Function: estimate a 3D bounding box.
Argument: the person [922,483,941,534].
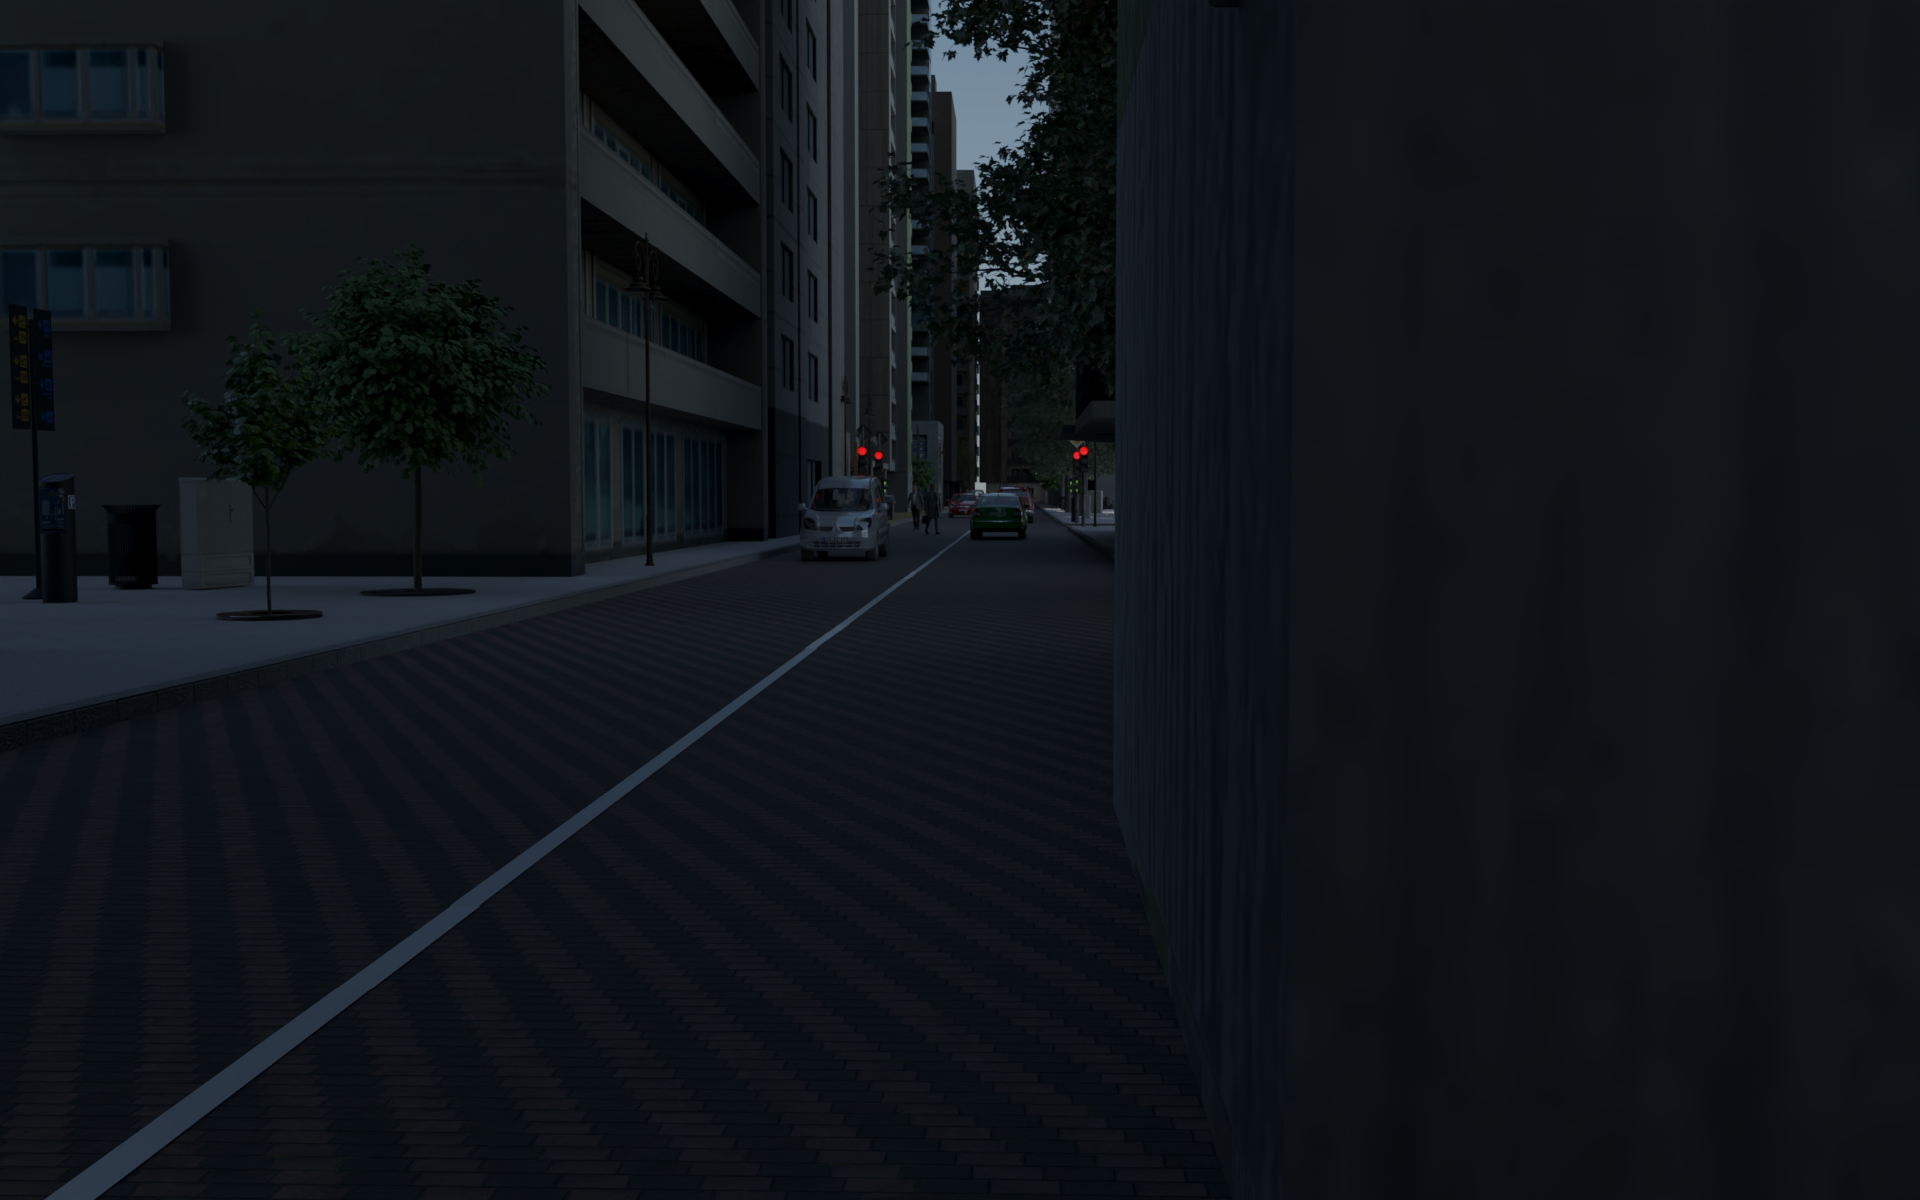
[{"bbox_3d":[-0.971,-3.243,61.630,0.694,1.812,0.767,-2,4,-27],"label":"person"}]

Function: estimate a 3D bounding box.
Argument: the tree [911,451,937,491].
[{"bbox_3d":[-3.424,-9.001,130.884,4.285,4.588,4.351,0,3,0],"label":"tree"}]

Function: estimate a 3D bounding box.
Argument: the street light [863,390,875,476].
[{"bbox_3d":[-4.031,-6.377,77.048,0.468,5.910,1.993,0,4,2],"label":"street light"}]

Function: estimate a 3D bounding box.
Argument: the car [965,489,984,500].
[{"bbox_3d":[1.148,-7.923,138.209,2.281,1.827,5.304,0,4,0],"label":"car"}]

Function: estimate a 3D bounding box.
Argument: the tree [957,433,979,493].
[{"bbox_3d":[0.185,-15.320,200.837,4.737,8.622,4.395,0,3,0],"label":"tree"}]

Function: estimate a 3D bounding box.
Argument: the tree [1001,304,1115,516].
[{"bbox_3d":[7.587,-13.043,119.914,9.857,13.997,8.962,0,3,0],"label":"tree"}]

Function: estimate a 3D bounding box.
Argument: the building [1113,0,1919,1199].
[{"bbox_3d":[7.779,-19.852,8.178,14.154,41.232,14.086,0,4,2],"label":"building"}]

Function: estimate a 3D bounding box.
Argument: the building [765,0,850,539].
[{"bbox_3d":[-15.079,-37.901,57.940,20.611,71.187,20.563,0,4,2],"label":"building"}]

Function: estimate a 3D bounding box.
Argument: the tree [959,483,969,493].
[{"bbox_3d":[0.372,-14.367,229.494,1.663,3.219,1.824,0,3,0],"label":"tree"}]

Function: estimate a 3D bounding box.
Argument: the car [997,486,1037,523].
[{"bbox_3d":[2.692,-4.757,86.458,2.281,1.827,5.304,0,4,3],"label":"car"}]

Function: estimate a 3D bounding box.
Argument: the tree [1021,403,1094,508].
[{"bbox_3d":[8.348,-14.052,147.871,7.486,12.596,7.792,0,3,0],"label":"tree"}]

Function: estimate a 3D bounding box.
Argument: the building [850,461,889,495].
[{"bbox_3d":[-20.407,-24.593,93.980,32.217,40.220,23.993,0,4,2],"label":"building"}]

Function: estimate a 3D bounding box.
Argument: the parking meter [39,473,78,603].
[{"bbox_3d":[-10.657,-0.738,20.470,0.372,1.533,0.369,0,3,0],"label":"parking meter"}]

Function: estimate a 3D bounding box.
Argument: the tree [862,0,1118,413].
[{"bbox_3d":[3.943,-6.499,23.273,9.611,12.733,9.660,0,3,0],"label":"tree"}]

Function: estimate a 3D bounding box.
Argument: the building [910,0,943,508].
[{"bbox_3d":[-12.538,-52.190,165.970,22.319,86.520,31.000,0,4,2],"label":"building"}]

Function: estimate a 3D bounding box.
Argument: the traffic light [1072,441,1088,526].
[{"bbox_3d":[4.865,-4.869,68.523,0.839,4.253,0.868,0,4,2],"label":"traffic light"}]

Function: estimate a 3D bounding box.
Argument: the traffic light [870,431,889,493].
[{"bbox_3d":[-3.564,-5.374,76.788,0.839,4.253,0.868,0,4,2],"label":"traffic light"}]

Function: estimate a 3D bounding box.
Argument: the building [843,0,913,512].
[{"bbox_3d":[-10.792,-26.730,120.622,14.154,41.232,14.086,0,4,2],"label":"building"}]

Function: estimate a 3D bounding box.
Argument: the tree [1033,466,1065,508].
[{"bbox_3d":[8.243,-10.498,155.356,4.285,4.588,4.351,0,3,0],"label":"tree"}]

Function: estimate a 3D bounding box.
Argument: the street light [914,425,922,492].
[{"bbox_3d":[-2.770,-8.620,113.730,0.468,5.910,1.993,0,4,2],"label":"street light"}]

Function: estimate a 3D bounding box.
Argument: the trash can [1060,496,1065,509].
[{"bbox_3d":[8.613,-8.104,144.156,0.748,1.137,0.748,0,3,0],"label":"trash can"}]

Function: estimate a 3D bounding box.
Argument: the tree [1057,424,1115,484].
[{"bbox_3d":[8.358,-10.916,128.846,4.737,8.622,4.395,0,3,0],"label":"tree"}]

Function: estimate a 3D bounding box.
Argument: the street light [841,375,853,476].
[{"bbox_3d":[-4.434,-5.762,66.995,0.468,5.910,1.993,0,4,2],"label":"street light"}]

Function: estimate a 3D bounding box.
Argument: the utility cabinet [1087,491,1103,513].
[{"bbox_3d":[8.782,-6.432,113.838,1.173,1.500,0.318,2,4,28],"label":"utility cabinet"}]

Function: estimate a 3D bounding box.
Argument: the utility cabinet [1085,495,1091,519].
[{"bbox_3d":[6.730,-4.902,91.314,0.306,1.237,1.020,0,4,7],"label":"utility cabinet"}]

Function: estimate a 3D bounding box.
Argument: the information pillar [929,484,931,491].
[{"bbox_3d":[-1.955,-7.130,121.065,0.304,2.012,0.304,1,4,13],"label":"information pillar"}]

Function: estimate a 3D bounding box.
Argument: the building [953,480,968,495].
[{"bbox_3d":[-13.727,-34.374,216.646,28.867,44.769,22.147,0,4,2],"label":"building"}]

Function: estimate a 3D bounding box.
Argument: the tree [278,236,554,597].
[{"bbox_3d":[-6.935,-2.352,22.171,4.285,4.588,4.351,0,3,0],"label":"tree"}]

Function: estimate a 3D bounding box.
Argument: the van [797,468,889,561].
[{"bbox_3d":[-2.533,-1.927,38.511,2.013,2.044,4.112,0,4,2],"label":"van"}]

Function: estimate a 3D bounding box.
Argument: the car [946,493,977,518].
[{"bbox_3d":[0.243,-5.858,104.811,2.155,1.783,4.494,0,4,2],"label":"car"}]

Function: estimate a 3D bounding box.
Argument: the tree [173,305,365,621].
[{"bbox_3d":[-7.299,-1.425,17.900,1.663,3.219,1.824,0,3,0],"label":"tree"}]

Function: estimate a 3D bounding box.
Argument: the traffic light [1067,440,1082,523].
[{"bbox_3d":[5.142,-5.357,76.503,0.839,4.253,0.868,0,4,2],"label":"traffic light"}]

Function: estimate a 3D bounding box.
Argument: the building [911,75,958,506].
[{"bbox_3d":[-7.523,-32.998,189.626,14.600,45.320,14.200,0,4,2],"label":"building"}]

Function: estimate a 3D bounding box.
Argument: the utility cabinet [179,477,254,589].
[{"bbox_3d":[-10.100,-0.912,23.585,0.318,1.500,1.173,1,4,12],"label":"utility cabinet"}]

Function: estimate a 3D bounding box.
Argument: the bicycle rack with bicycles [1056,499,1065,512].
[{"bbox_3d":[8.211,-6.870,125.710,2.852,0.926,2.925,-2,4,-24],"label":"bicycle rack with bicycles"}]

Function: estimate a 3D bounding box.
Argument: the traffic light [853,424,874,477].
[{"bbox_3d":[-3.841,-4.886,68.808,0.839,4.253,0.868,0,4,2],"label":"traffic light"}]

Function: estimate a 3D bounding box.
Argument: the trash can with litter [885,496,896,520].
[{"bbox_3d":[-3.524,-4.524,85.347,0.624,1.170,1.055,0,4,4],"label":"trash can with litter"}]

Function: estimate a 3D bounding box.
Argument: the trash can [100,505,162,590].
[{"bbox_3d":[-11.181,-0.719,23.401,0.748,1.137,0.748,0,3,0],"label":"trash can"}]

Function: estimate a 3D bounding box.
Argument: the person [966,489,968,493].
[{"bbox_3d":[0.545,-6.993,123.241,0.834,1.777,0.661,-1,4,-18],"label":"person"}]

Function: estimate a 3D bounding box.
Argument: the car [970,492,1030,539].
[{"bbox_3d":[1.300,-2.925,56.616,1.959,1.807,4.718,0,4,3],"label":"car"}]

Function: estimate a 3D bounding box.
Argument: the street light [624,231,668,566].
[{"bbox_3d":[-5.546,-3.547,30.780,0.468,5.910,1.993,0,4,2],"label":"street light"}]

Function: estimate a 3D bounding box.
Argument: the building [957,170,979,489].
[{"bbox_3d":[-8.242,-38.064,246.052,21.600,48.544,21.300,0,4,2],"label":"building"}]

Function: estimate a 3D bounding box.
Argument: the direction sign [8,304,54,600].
[{"bbox_3d":[-11.277,-1.781,21.109,0.379,3.537,0.876,0,4,1],"label":"direction sign"}]

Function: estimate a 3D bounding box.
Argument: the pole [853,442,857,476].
[{"bbox_3d":[-4.067,-4.497,67.369,0.158,3.312,0.155,0,3,0],"label":"pole"}]

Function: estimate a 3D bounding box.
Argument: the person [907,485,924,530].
[{"bbox_3d":[-1.786,-3.693,69.276,0.661,1.777,0.834,0,4,1],"label":"person"}]

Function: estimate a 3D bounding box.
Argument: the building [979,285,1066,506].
[{"bbox_3d":[9.646,-28.776,242.183,14.107,30.474,14.160,0,4,2],"label":"building"}]

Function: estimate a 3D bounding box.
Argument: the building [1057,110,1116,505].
[{"bbox_3d":[23.929,-35.475,169.249,28.713,52.752,27.495,0,4,2],"label":"building"}]

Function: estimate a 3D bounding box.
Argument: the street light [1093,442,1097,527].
[{"bbox_3d":[5.292,-5.803,67.674,0.468,5.910,1.993,0,4,2],"label":"street light"}]

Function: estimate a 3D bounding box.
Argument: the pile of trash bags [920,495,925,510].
[{"bbox_3d":[-3.356,-7.851,138.109,1.912,1.369,3.447,2,4,30],"label":"pile of trash bags"}]

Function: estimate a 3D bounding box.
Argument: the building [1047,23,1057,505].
[{"bbox_3d":[21.311,-40.996,212.289,21.231,58.520,28.212,0,4,2],"label":"building"}]

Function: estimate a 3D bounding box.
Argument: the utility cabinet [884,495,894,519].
[{"bbox_3d":[-3.860,-4.669,87.504,1.020,1.237,0.306,-2,4,-24],"label":"utility cabinet"}]

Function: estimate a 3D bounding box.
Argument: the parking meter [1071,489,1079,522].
[{"bbox_3d":[5.254,-4.316,78.983,0.372,1.533,0.369,0,3,0],"label":"parking meter"}]

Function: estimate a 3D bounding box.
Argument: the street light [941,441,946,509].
[{"bbox_3d":[-1.444,-10.855,150.272,0.468,5.910,1.993,0,4,2],"label":"street light"}]

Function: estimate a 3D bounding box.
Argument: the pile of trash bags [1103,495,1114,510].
[{"bbox_3d":[12.946,-8.284,145.190,1.912,1.369,3.447,1,4,20],"label":"pile of trash bags"}]

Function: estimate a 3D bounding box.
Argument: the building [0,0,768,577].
[{"bbox_3d":[-16.288,-25.226,36.143,21.300,48.544,21.600,0,4,2],"label":"building"}]
